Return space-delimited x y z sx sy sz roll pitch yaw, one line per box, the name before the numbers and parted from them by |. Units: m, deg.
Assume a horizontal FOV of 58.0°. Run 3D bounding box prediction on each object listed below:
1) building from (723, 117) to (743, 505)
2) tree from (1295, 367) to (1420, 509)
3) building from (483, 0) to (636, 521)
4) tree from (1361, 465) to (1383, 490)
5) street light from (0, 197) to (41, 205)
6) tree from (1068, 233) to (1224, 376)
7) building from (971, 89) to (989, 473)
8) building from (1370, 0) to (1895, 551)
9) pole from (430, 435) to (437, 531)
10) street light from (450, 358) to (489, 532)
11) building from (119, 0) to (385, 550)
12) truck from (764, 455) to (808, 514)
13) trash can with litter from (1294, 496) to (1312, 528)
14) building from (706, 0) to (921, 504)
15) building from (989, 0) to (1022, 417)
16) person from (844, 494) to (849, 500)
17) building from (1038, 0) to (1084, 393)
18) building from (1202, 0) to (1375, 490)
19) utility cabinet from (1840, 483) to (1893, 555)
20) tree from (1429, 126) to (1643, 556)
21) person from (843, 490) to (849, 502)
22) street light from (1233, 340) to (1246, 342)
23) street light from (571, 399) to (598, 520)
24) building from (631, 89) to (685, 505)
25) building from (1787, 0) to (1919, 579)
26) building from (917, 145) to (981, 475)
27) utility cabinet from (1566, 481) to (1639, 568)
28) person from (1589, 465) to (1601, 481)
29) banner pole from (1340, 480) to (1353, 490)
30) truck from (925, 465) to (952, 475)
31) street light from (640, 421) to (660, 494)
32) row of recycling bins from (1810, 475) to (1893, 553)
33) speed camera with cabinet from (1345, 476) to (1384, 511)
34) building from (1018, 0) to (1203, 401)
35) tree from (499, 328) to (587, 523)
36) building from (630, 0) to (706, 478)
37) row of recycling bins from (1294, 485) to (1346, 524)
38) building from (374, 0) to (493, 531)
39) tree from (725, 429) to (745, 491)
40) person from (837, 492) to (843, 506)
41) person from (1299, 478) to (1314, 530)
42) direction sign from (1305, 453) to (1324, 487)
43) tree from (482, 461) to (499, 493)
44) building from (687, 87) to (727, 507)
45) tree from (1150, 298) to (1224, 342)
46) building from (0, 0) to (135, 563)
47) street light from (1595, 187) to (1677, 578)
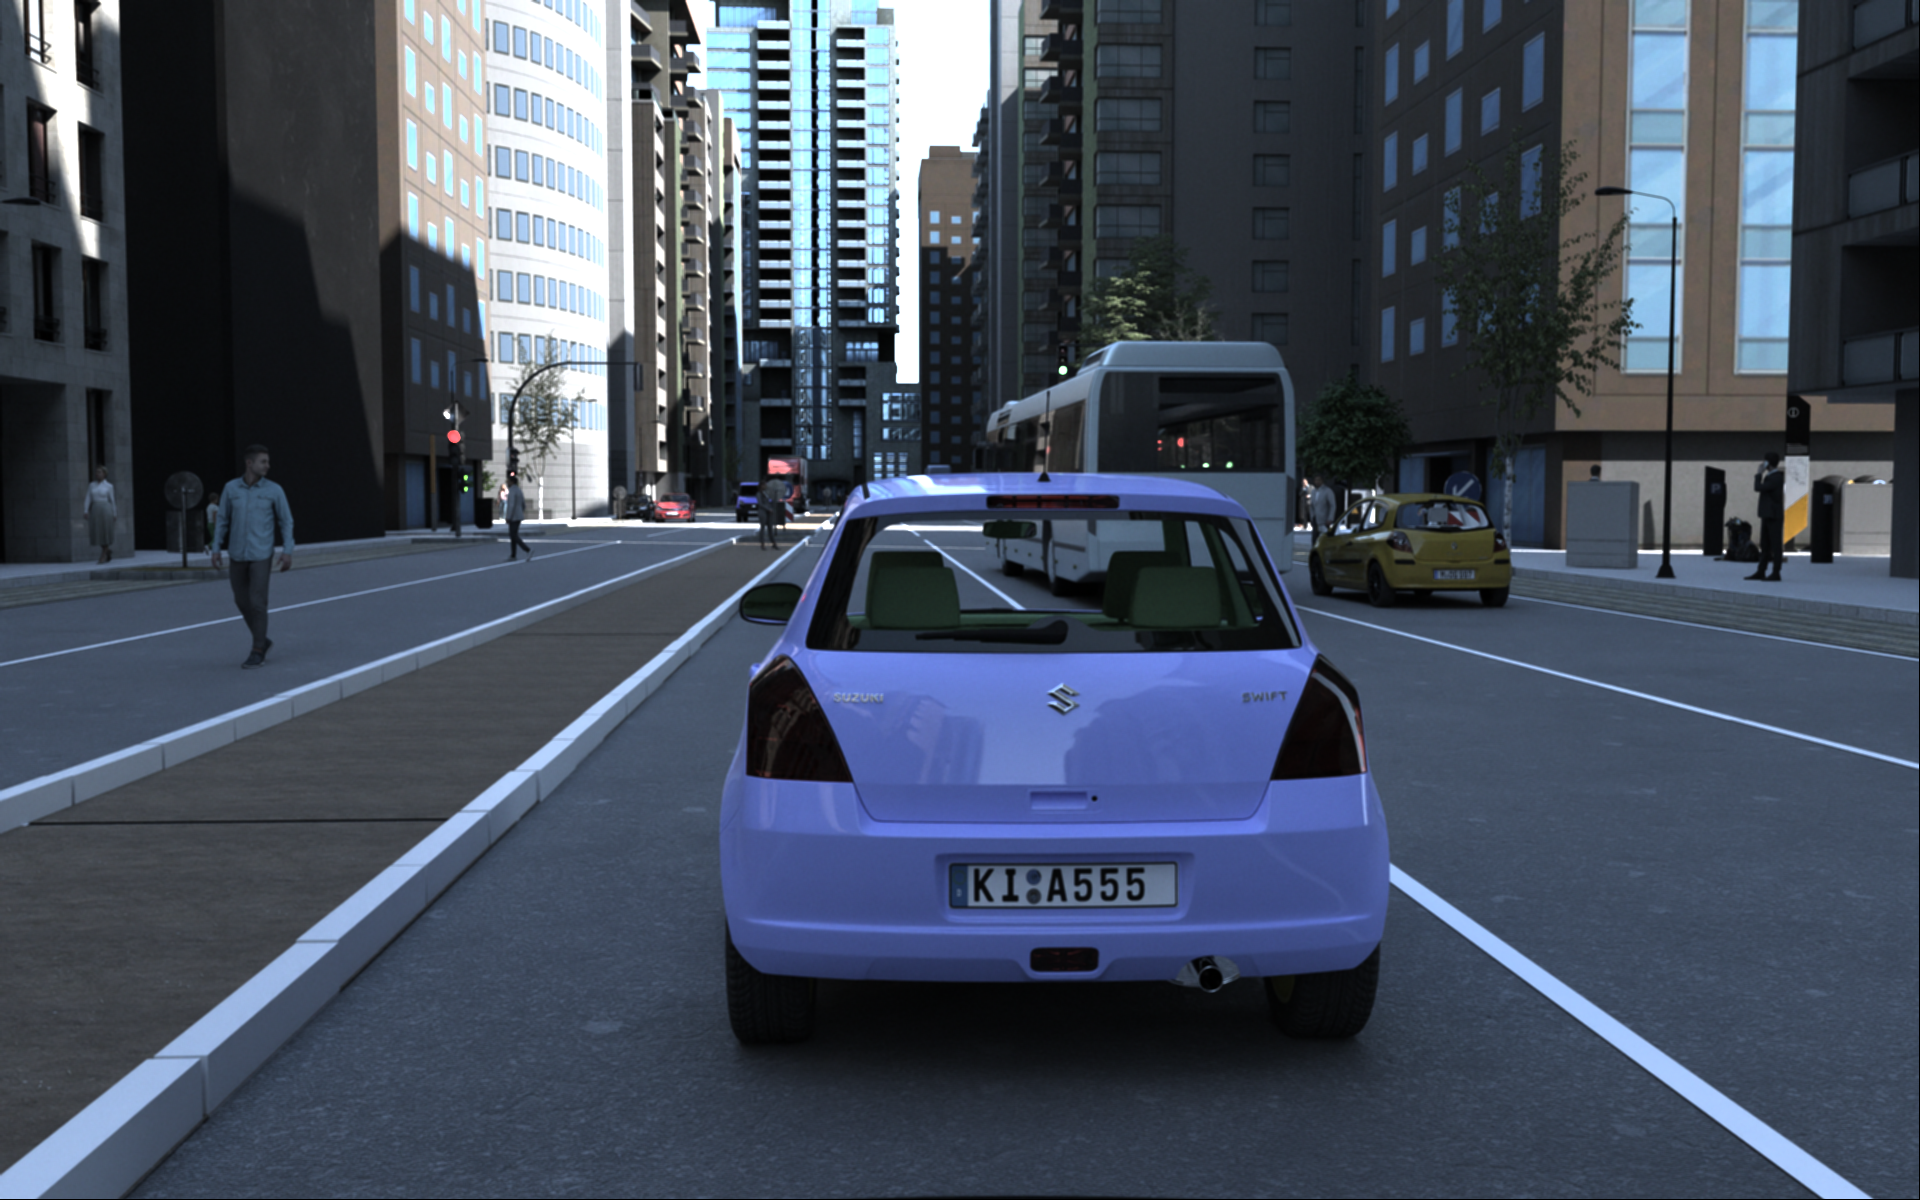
building | -32.981 -33.728 201.564 14.200 45.320 14.600 0 4 -3
tree | 10.009 -3.699 44.186 4.285 4.588 4.351 0 3 0
building | -30.221 -33.731 93.500 21.231 58.520 28.212 0 4 -3
tree | 17.314 -4.683 71.167 1.663 3.219 1.824 0 3 0
street light | -15.070 -3.343 27.199 1.470 5.913 1.316 0 4 -3
tree | 8.152 -9.635 75.662 7.486 12.596 7.792 0 3 0
building | 12.832 -35.302 196.800 23.786 49.044 30.456 0 4 -3
building | 19.763 -24.146 44.899 14.600 45.320 14.200 0 4 -3
pole | -18.053 -4.007 59.359 0.158 3.312 0.155 0 3 0
street light | -16.811 -5.308 59.319 1.470 5.913 1.316 0 4 -3
building | -24.729 -13.139 44.502 15.834 23.373 12.332 0 4 -3
truck | -12.615 -8.419 126.559 2.839 4.237 11.283 0 4 -2
trash can with litter | 13.409 -3.399 66.637 1.678 1.210 2.233 2 4 26
building | -21.036 -55.972 227.820 31.000 86.520 22.319 0 4 -3
building | 13.291 -38.230 167.053 21.231 58.520 28.212 0 4 -3
person | -9.625 -8.436 149.616 0.799 1.438 0.628 -2 4 -33
building | 17.150 -28.567 121.689 22.147 44.769 28.867 0 4 -3
building | 13.132 -24.829 89.545 14.154 41.232 14.086 0 4 -3
utility cabinet | 18.892 -1.660 35.825 1.173 1.500 0.318 1 4 19
tree | 11.581 -5.220 35.717 4.737 8.622 4.395 0 3 0
person | -11.503 -10.254 176.115 1.348 1.831 0.705 3 5 41
street light | 8.906 -4.892 52.517 1.470 5.913 1.316 0 4 -3
street light | -18.365 -6.859 84.682 1.470 5.913 1.316 0 4 -3
building | -27.533 -21.527 123.663 14.160 30.474 14.107 0 4 -3
building | 19.858 -20.752 22.891 14.154 41.232 14.086 0 4 -3
building | 1.807 -35.192 225.499 14.200 45.320 14.600 0 4 -3
utility cabinet | 11.150 -1.307 30.055 0.318 1.500 1.173 -3 5 -41
person | 12.019 -1.637 32.764 0.622 1.834 0.822 3 5 43
banner pole | 17.773 -5.472 79.483 0.863 3.779 0.401 -1 4 -11
truck | -1.471 -10.143 155.596 2.967 4.110 18.799 0 4 -5
street light | -19.701 -8.401 109.895 1.470 5.913 1.316 0 4 -3
row of recycling bins | 20.444 -1.905 38.257 3.534 1.692 1.069 -1 4 -11
speed camera with cabinet | 15.648 -4.371 65.800 0.660 3.252 2.038 -3 5 -44
building | 11.727 -28.293 146.189 14.154 41.232 14.086 0 4 -3
tree | -18.802 -7.774 77.470 4.360 8.622 3.978 0 3 0
building | -33.636 -30.157 147.684 22.147 44.769 28.867 0 4 -3
row of recycling bins | 15.321 -4.164 75.188 3.534 1.692 1.069 -2 4 -30
building | -26.344 -25.371 64.925 14.600 45.320 14.200 0 4 -3
tree | -26.050 -14.783 192.068 4.737 8.622 4.395 0 3 0
person | -14.213 -11.995 205.350 0.721 1.736 1.217 2 4 27
person | 12.474 -3.442 62.128 0.655 1.846 0.447 2 4 31
direction sign | 16.420 -5.402 80.315 0.876 3.537 0.379 0 4 -3
tree | -22.173 -5.192 79.491 1.663 3.219 1.824 0 3 0
building | -30.605 -29.721 169.526 14.154 41.232 14.086 0 4 -3
tree | 9.020 -7.020 65.132 4.360 8.622 3.978 0 3 0
building | -21.355 -10.454 25.682 10.420 20.320 16.860 0 4 -3
street light | 10.287 -3.292 26.368 1.470 5.913 1.316 0 4 -3
